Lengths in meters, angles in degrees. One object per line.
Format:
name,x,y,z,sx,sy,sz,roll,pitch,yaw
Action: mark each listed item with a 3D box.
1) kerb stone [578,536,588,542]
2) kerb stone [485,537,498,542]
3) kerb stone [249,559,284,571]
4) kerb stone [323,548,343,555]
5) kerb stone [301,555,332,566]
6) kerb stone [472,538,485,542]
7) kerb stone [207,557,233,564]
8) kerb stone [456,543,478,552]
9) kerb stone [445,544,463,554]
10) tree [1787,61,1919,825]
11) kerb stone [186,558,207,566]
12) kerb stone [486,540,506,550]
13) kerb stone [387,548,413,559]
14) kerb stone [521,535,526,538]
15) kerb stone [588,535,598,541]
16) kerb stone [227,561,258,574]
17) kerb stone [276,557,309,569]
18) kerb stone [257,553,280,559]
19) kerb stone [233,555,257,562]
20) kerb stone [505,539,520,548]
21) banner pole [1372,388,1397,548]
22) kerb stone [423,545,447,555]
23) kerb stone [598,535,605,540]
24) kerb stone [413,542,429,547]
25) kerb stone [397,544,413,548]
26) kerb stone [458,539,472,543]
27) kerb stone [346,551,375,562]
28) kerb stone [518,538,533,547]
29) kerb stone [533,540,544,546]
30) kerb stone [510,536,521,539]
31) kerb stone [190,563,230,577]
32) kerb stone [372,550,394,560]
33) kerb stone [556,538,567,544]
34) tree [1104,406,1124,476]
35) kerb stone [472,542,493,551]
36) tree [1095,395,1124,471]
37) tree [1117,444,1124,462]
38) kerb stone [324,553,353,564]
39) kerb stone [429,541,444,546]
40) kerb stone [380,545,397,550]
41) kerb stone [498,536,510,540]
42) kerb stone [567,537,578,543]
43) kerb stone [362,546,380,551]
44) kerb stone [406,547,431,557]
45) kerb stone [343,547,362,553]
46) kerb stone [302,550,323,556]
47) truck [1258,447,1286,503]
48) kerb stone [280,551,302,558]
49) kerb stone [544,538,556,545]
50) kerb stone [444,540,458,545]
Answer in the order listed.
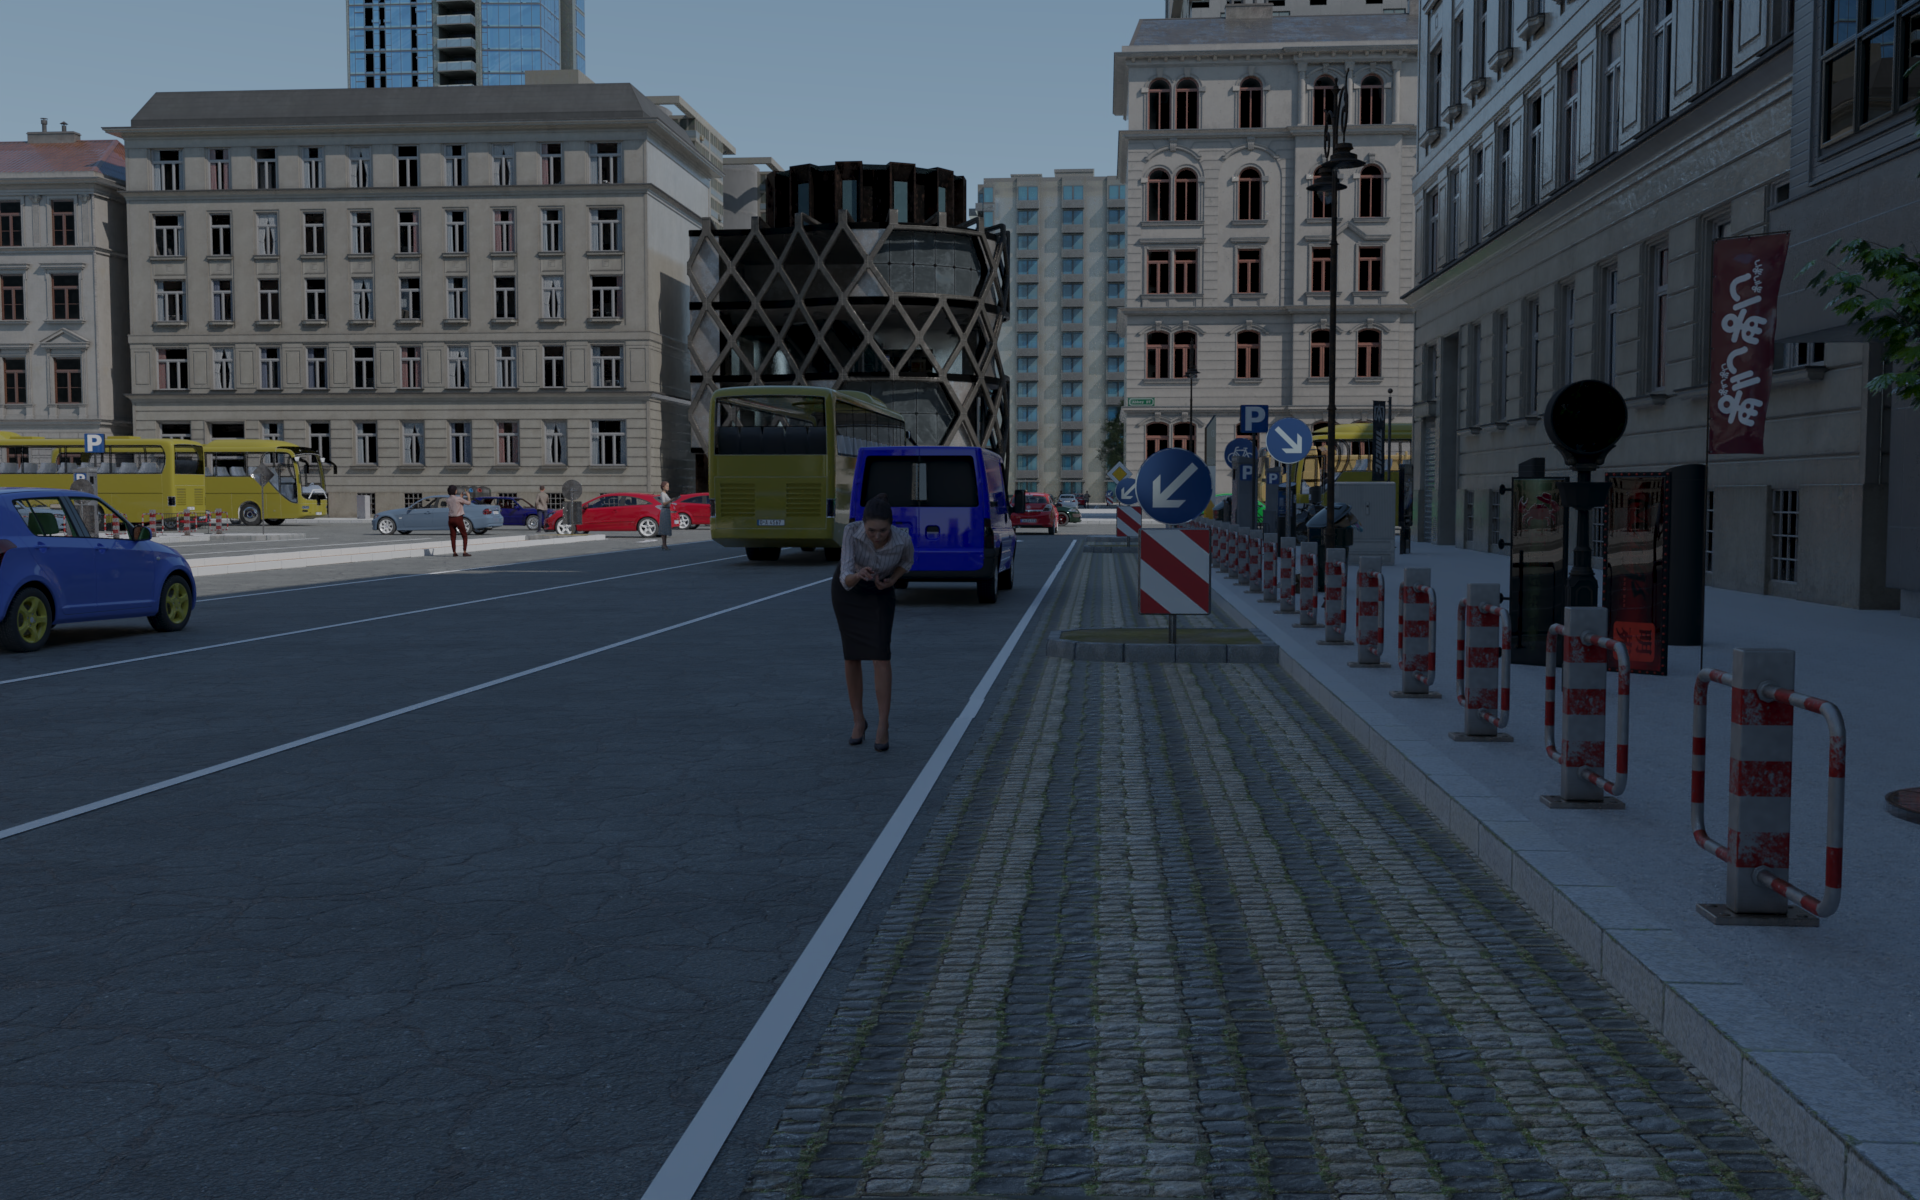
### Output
kerb stone,-11.482,-1.833,52.160,0.120,0.150,1.000,0,4,5
kerb stone,-13.735,-1.719,50.305,0.120,0.150,1.000,0,4,5
kerb stone,-13.106,-0.641,32.678,0.120,0.150,1.000,0,4,5
kerb stone,-14.595,-1.091,40.038,0.120,0.150,1.000,0,4,5
kerb stone,-12.930,-0.766,34.727,0.120,0.150,1.000,0,4,5
kerb stone,-13.821,-1.657,49.281,0.120,0.150,1.000,0,4,5
kerb stone,-15.022,-0.777,34.902,0.120,0.150,1.000,0,4,5
kerb stone,-12.243,-1.269,42.942,0.120,0.150,1.000,0,4,5
kerb stone,-12.330,-1.206,41.917,0.120,0.150,1.000,0,4,5
tree,4.323,-0.735,6.622,1.663,3.219,1.824,0,3,0
kerb stone,-15.099,-0.714,33.871,0.120,0.150,1.000,0,4,5
kerb stone,-12.088,-1.394,44.995,0.120,0.150,1.000,0,4,5
kerb stone,-12.590,-1.018,38.839,0.120,0.150,1.000,0,4,5
kerb stone,-13.490,-1.908,53.388,0.120,0.150,1.000,0,4,5
kerb stone,-11.398,-1.892,53.183,0.120,0.150,1.000,0,4,5
kerb stone,-13.183,-0.576,31.653,0.120,0.150,1.000,0,4,5
kerb stone,-13.008,-0.704,33.700,0.120,0.150,1.000,0,4,5
kerb stone,-14.850,-0.902,36.949,0.120,0.150,1.000,0,4,5
kerb stone,-14.946,-0.832,35.926,0.120,0.150,1.000,0,4,5
kerb stone,-11.993,-1.457,46.019,0.120,0.150,1.000,0,4,5
banner pole,9.993,-3.114,40.930,0.863,3.779,0.401,-3,4,-38
kerb stone,-12.414,-1.143,40.885,0.120,0.150,1.000,0,4,5
kerb stone,-11.309,-1.958,54.208,0.120,0.150,1.000,0,4,5
kerb stone,-14.164,-1.401,45.173,0.120,0.150,1.000,0,4,5
kerb stone,-14.259,-1.341,44.143,0.120,0.150,1.000,0,4,5
kerb stone,-13.914,-1.592,48.258,0.120,0.150,1.000,0,4,5
kerb stone,-12.759,-0.890,36.787,0.120,0.150,1.000,0,4,5
kerb stone,-11.904,-1.520,47.041,0.120,0.150,1.000,0,4,5
kerb stone,-11.825,-1.582,48.066,0.120,0.150,1.000,0,4,5
kerb stone,-13.575,-1.845,52.365,0.120,0.150,1.000,0,4,5
kerb stone,-13.268,-0.514,30.625,0.120,0.150,1.000,0,4,5
kerb stone,-12.669,-0.955,37.809,0.120,0.150,1.000,0,4,5
kerb stone,-11.645,-1.707,50.111,0.120,0.150,1.000,0,4,5
tree,21.360,-18.645,212.274,7.806,13.903,7.818,0,3,0
kerb stone,-12.161,-1.329,43.971,0.120,0.150,1.000,0,4,5
tree,15.893,-13.776,159.642,7.601,10.594,8.767,0,4,7
tree,18.235,-14.059,180.229,4.737,8.622,4.395,0,3,0
kerb stone,-12.857,-0.829,35.756,0.120,0.150,1.000,0,4,5
kerb stone,-14.092,-1.468,46.197,0.120,0.150,1.000,0,4,5
kerb stone,-14.349,-1.279,43.114,0.120,0.150,1.000,0,4,5
kerb stone,-13.652,-1.782,51.328,0.120,0.150,1.000,0,4,5
kerb stone,-11.564,-1.766,51.137,0.120,0.150,1.000,0,4,5
kerb stone,-14.423,-1.214,42.085,0.120,0.150,1.000,0,4,5
kerb stone,-12.498,-1.081,39.862,0.120,0.150,1.000,0,4,5
kerb stone,-14.507,-1.154,41.060,0.120,0.150,1.000,0,4,5
kerb stone,-14.680,-1.028,39.003,0.120,0.150,1.000,0,4,5
truck,15.968,-4.520,69.827,9.791,3.379,3.469,0,4,6
kerb stone,-14.770,-0.960,37.974,0.120,0.150,1.000,0,4,5
kerb stone,-11.741,-1.638,49.089,0.120,0.150,1.000,0,4,5
kerb stone,-13.995,-1.530,47.222,0.120,0.150,1.000,0,4,5
